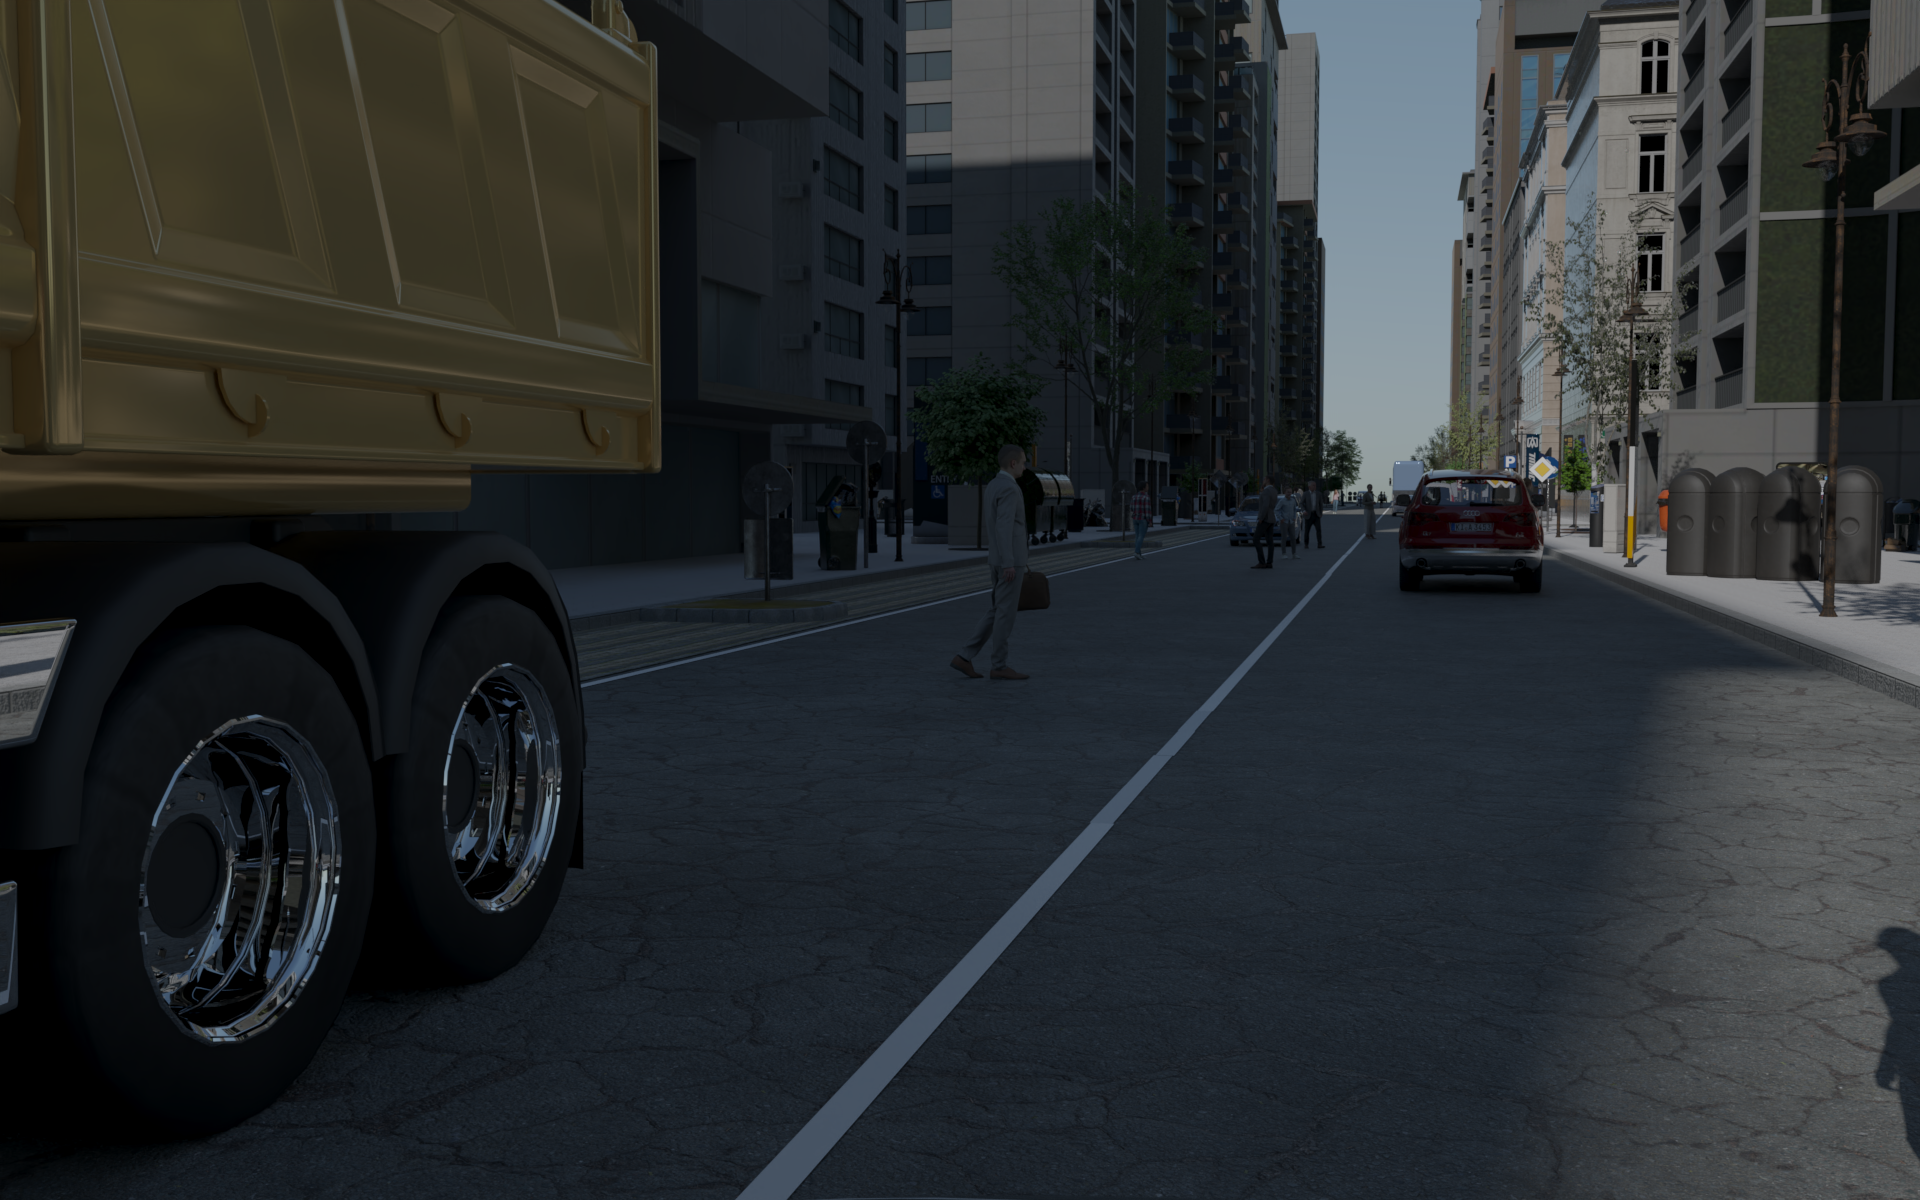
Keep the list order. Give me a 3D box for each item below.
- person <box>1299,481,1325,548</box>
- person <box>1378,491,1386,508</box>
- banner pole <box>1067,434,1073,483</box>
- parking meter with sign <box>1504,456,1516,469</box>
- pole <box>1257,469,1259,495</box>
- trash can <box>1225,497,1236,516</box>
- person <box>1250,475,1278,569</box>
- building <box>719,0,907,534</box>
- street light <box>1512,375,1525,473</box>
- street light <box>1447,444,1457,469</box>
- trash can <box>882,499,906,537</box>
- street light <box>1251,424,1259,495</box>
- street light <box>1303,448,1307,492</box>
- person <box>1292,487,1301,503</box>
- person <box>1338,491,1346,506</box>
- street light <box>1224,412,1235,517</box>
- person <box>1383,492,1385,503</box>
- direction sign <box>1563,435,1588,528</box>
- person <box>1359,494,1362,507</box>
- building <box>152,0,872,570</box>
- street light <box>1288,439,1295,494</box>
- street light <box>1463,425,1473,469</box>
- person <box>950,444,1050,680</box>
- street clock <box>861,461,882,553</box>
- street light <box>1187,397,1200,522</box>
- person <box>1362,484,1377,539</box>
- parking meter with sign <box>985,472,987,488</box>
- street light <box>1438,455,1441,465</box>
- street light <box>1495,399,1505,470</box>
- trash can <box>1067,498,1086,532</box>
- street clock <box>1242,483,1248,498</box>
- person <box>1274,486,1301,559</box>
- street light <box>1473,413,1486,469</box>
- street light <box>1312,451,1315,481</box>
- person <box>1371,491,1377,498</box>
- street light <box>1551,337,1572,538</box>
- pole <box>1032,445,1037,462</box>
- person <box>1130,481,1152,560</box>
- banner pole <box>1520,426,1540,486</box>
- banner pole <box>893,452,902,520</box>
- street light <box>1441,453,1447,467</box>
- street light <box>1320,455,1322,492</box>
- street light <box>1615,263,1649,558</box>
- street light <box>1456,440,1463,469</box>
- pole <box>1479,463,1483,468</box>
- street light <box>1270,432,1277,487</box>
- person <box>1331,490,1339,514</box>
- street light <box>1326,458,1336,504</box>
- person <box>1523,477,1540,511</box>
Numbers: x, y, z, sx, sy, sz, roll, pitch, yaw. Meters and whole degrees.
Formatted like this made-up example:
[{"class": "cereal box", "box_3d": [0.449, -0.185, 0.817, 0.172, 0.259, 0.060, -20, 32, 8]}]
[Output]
[{"class": "person", "box_3d": [9.262, -2.232, 45.389, 0.661, 1.777, 0.834, -1, 4, -16]}, {"class": "person", "box_3d": [43.180, -10.270, 177.199, 0.721, 1.735, 1.217, -2, 4, -30]}, {"class": "banner pole", "box_3d": [4.563, -5.028, 72.217, 0.401, 3.779, 0.863, -1, 4, -11]}, {"class": "parking meter with sign", "box_3d": [24.874, -5.001, 78.026, 0.543, 3.016, 1.738, 1, 4, 10]}, {"class": "pole", "box_3d": [24.413, -9.057, 141.926, 0.158, 3.312, 0.155, 0, 3, 0]}, {"class": "trash can", "box_3d": [15.643, -5.415, 100.187, 0.748, 1.137, 0.748, 0, 3, 0]}, {"class": "person", "box_3d": [5.870, -1.510, 33.378, 0.592, 1.802, 0.473, -3, 5, -44]}, {"class": "building", "box_3d": [-9.697, -17.801, 62.746, 14.107, 30.474, 14.160, 1, 4, 14]}, {"class": "street light", "box_3d": [21.714, -5.792, 67.489, 0.468, 5.910, 1.993, 1, 4, 14]}, {"class": "street light", "box_3d": [44.650, -11.269, 157.028, 0.468, 5.910, 1.993, 1, 4, 14]}, {"class": "trash can", "box_3d": [-1.958, -2.450, 51.712, 0.748, 1.137, 0.748, 0, 3, 0]}, {"class": "street light", "box_3d": [19.040, -8.517, 112.044, 0.468, 5.910, 1.993, 1, 4, 14]}, {"class": "street light", "box_3d": [33.795, -12.053, 169.856, 0.468, 5.910, 1.993, 1, 4, 14]}, {"class": "person", "box_3d": [15.187, -4.224, 78.138, 0.480, 1.755, 0.524, 0, 4, 0]}, {"class": "person", "box_3d": [44.072, -11.684, 199.613, 1.350, 1.814, 0.705, -3, 4, -39]}, {"class": "street light", "box_3d": [14.914, -7.528, 95.871, 0.468, 5.910, 1.993, 1, 4, 14]}, {"class": "person", "box_3d": [67.784, -16.399, 276.556, 0.705, 1.831, 1.348, 1, 4, 15]}, {"class": "direction sign", "box_3d": [23.471, -4.533, 66.115, 0.876, 3.537, 0.379, 1, 4, 14]}, {"class": "person", "box_3d": [44.287, -10.971, 191.095, 0.599, 1.433, 0.991, 0, 4, 5]}, {"class": "building", "box_3d": [-18.181, -26.691, 25.640, 28.713, 52.752, 27.495, 1, 4, 14]}, {"class": "street light", "box_3d": [27.736, -10.591, 145.954, 0.468, 5.910, 1.993, 1, 4, 14]}, {"class": "street light", "box_3d": [33.975, -8.726, 115.453, 0.468, 5.910, 1.993, 1, 4, 14]}, {"class": "person", "box_3d": [0.361, -0.292, 13.387, 0.853, 1.813, 0.709, -1, 4, -17]}, {"class": "street clock", "box_3d": [-1.923, -2.022, 37.629, 0.358, 2.002, 0.471, 2, 4, 33]}, {"class": "street light", "box_3d": [10.659, -6.505, 79.149, 0.468, 5.910, 1.993, 1, 4, 14]}, {"class": "person", "box_3d": [13.105, -2.832, 55.348, 0.519, 1.759, 0.362, -3, 4, -36]}, {"class": "parking meter with sign", "box_3d": [1.825, -4.443, 68.902, 1.738, 3.016, 0.543, -1, 4, -18]}, {"class": "street light", "box_3d": [52.935, -13.278, 189.879, 0.468, 5.910, 1.993, 1, 4, 14]}, {"class": "street light", "box_3d": [25.597, -6.697, 82.278, 0.468, 5.910, 1.993, 1, 4, 14]}, {"class": "trash can", "box_3d": [3.863, -2.853, 58.307, 0.748, 1.137, 0.748, 0, 3, 0]}, {"class": "street clock", "box_3d": [18.493, -6.591, 112.330, 0.358, 2.002, 0.471, 3, 4, 37]}, {"class": "person", "box_3d": [7.232, -1.710, 38.268, 0.589, 1.601, 0.330, -1, 4, -13]}, {"class": "street light", "box_3d": [29.693, -7.707, 98.804, 0.468, 5.910, 1.993, 1, 4, 14]}, {"class": "street light", "box_3d": [37.965, -13.049, 186.136, 0.468, 5.910, 1.993, 1, 4, 14]}, {"class": "person", "box_3d": [49.162, -12.144, 207.019, 1.348, 1.831, 0.705, 1, 4, 13]}, {"class": "street light", "box_3d": [17.687, -4.785, 51.026, 0.468, 5.910, 1.993, 1, 4, 14]}, {"class": "pole", "box_3d": [3.009, -4.672, 70.236, 0.158, 3.312, 0.155, 0, 3, 0]}, {"class": "person", "box_3d": [3.944, -1.750, 37.947, 0.643, 1.720, 0.563, -3, 4, -36]}, {"class": "banner pole", "box_3d": [20.801, -4.494, 63.491, 0.863, 3.779, 0.401, 1, 4, 23]}, {"class": "banner pole", "box_3d": [-3.110, -5.937, 87.094, 0.863, 3.779, 0.401, -1, 4, -19]}, {"class": "street light", "box_3d": [48.669, -12.259, 173.229, 0.468, 5.910, 1.993, 1, 4, 14]}, {"class": "street light", "box_3d": [42.210, -14.050, 202.501, 0.468, 5.910, 1.993, 1, 4, 14]}, {"class": "street light", "box_3d": [13.462, -3.794, 34.816, 0.468, 5.910, 1.993, 1, 4, 14]}, {"class": "street light", "box_3d": [38.201, -9.718, 131.675, 0.468, 5.910, 1.993, 1, 4, 14]}, {"class": "pole", "box_3d": [33.832, -7.259, 112.533, 0.158, 3.312, 0.155, 0, 3, 0]}, {"class": "street light", "box_3d": [23.428, -9.571, 129.281, 0.468, 5.910, 1.993, 1, 4, 14]}, {"class": "person", "box_3d": [27.206, -7.123, 125.548, 0.593, 1.750, 0.643, 2, 4, 26]}, {"class": "street light", "box_3d": [50.161, -15.982, 234.098, 0.468, 5.910, 1.993, 1, 4, 14]}, {"class": "person", "box_3d": [11.051, -1.512, 33.770, 0.519, 1.759, 0.362, 2, 4, 31]}]
